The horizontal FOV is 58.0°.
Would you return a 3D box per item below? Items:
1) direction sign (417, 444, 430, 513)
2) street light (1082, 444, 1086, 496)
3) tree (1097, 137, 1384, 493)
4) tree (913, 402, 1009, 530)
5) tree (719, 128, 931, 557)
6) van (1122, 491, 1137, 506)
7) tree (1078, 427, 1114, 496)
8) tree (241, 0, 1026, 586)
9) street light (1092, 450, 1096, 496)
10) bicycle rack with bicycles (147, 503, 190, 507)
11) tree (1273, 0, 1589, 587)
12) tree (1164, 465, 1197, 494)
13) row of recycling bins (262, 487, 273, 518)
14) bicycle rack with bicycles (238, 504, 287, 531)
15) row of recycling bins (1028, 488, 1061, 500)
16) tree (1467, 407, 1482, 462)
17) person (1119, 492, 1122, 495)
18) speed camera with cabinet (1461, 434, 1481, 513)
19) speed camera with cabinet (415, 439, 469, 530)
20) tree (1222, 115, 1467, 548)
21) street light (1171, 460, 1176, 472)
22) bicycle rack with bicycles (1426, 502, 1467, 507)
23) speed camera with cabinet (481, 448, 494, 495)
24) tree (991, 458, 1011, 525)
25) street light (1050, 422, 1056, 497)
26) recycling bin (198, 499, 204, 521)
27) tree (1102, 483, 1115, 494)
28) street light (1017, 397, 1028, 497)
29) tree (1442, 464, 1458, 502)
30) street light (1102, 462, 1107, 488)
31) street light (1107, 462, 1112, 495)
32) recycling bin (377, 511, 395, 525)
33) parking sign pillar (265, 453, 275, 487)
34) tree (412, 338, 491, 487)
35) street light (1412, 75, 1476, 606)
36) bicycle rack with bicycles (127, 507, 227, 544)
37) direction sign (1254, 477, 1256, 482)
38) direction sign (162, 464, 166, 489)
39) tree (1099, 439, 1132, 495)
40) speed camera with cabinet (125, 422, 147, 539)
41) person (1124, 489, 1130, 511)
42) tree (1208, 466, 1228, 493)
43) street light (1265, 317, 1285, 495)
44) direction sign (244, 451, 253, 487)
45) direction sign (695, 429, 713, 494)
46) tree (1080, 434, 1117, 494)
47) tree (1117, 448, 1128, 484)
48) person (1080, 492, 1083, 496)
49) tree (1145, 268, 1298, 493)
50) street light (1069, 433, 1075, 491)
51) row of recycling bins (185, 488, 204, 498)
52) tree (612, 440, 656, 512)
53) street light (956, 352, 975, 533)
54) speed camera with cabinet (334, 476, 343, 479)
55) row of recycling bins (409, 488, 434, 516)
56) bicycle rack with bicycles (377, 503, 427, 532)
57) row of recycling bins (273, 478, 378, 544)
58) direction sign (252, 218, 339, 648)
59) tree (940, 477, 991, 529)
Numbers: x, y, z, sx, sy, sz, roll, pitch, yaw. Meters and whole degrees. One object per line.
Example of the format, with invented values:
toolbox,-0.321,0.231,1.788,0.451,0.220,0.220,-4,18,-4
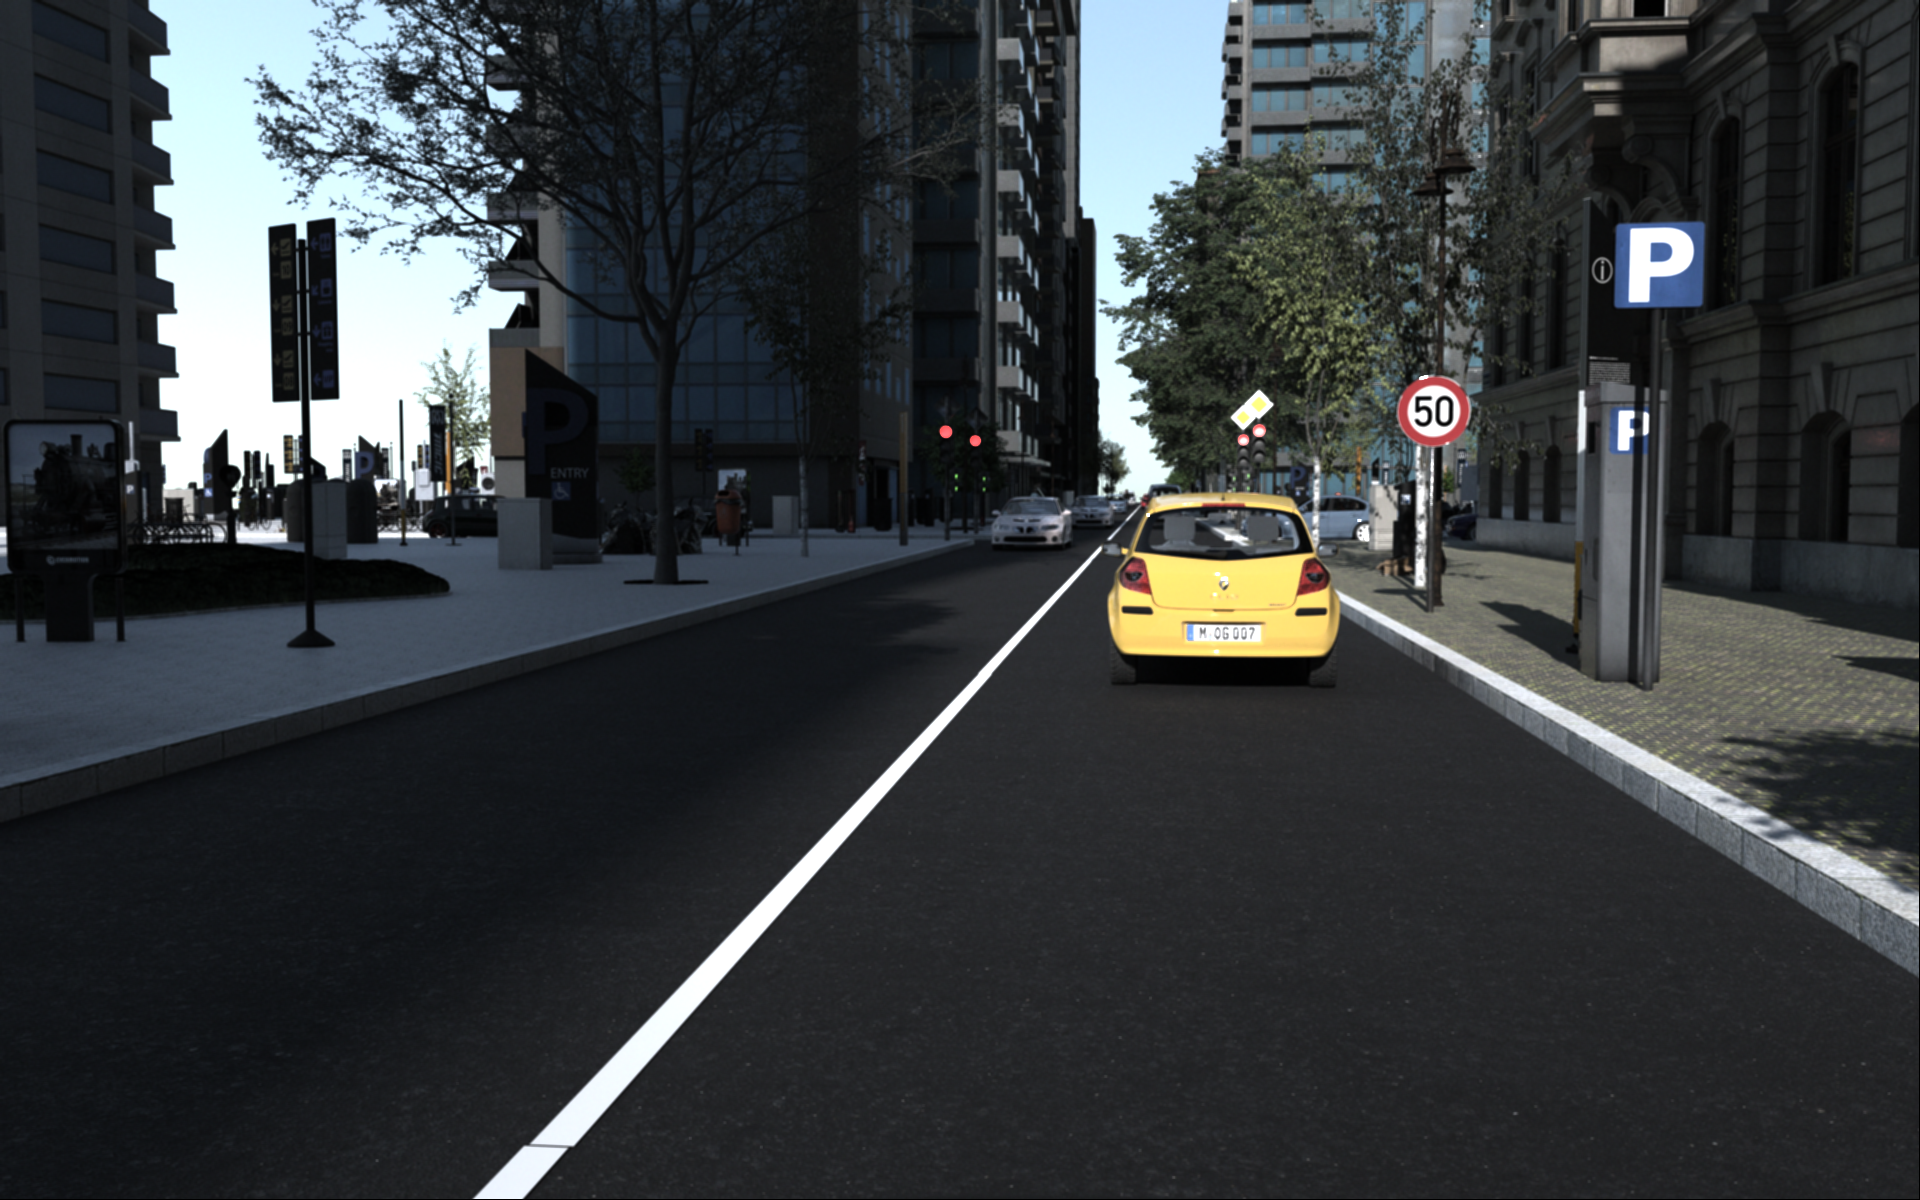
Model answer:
direction sign,-24.552,-5.342,79.331,0.876,3.537,0.379,3,4,38
street light,11.281,-11.311,157.728,0.468,5.910,1.993,0,4,6
tree,10.078,-9.483,61.699,9.857,13.997,8.962,0,3,0
tree,0.063,-4.778,61.833,4.285,4.588,4.351,0,3,0
tree,-2.990,-5.178,35.023,4.360,8.622,3.978,0,3,0
van,19.903,-12.079,204.510,2.013,2.044,4.112,0,4,4
tree,14.781,-14.598,189.039,4.360,8.622,3.978,0,3,0
tree,-4.243,-6.981,24.517,12.009,13.543,11.850,0,3,0
street light,14.217,-12.883,183.416,0.468,5.910,1.993,0,4,6
bicycle rack with bicycles,-27.280,-2.794,59.059,2.852,0.926,2.925,2,4,26
tree,6.340,-4.477,23.556,4.360,8.622,3.978,0,3,0
tree,25.060,-12.910,194.793,4.285,4.588,4.351,0,3,0
row of recycling bins,-37.984,-5.456,96.311,1.069,1.692,3.534,0,4,-6
bicycle rack with bicycles,-24.360,-2.967,61.894,2.852,0.926,2.925,0,4,-1
row of recycling bins,5.251,-6.862,119.307,3.534,1.692,1.069,1,4,19
tree,37.246,-10.486,121.805,4.737,8.622,4.395,0,3,0
person,22.561,-14.256,242.298,0.721,1.736,1.217,3,4,39
speed camera with cabinet,17.005,-3.807,56.587,0.660,3.252,2.038,3,4,37
speed camera with cabinet,-18.662,-4.188,62.818,2.038,3.252,0.660,0,3,0
tree,7.407,-5.154,34.636,4.737,8.622,4.395,0,3,0
street light,29.255,-16.052,235.235,0.468,5.910,1.993,0,4,6
bicycle rack with bicycles,21.575,-3.837,76.117,2.852,0.926,2.925,2,4,28
speed camera with cabinet,-20.986,-4.920,74.782,2.038,3.252,0.660,0,4,-1
tree,1.005,-4.791,72.934,1.663,3.219,1.824,0,3,0
street light,5.823,-8.308,108.629,0.468,5.910,1.993,0,4,6
recycling bin,-35.125,-4.189,81.047,0.722,1.027,0.722,1,4,16
tree,21.640,-15.936,255.147,1.663,3.219,1.824,0,3,0
street light,2.975,-6.694,82.237,0.468,5.910,1.993,0,4,6
tree,31.037,-7.047,109.811,1.663,3.219,1.824,0,3,0
street light,17.627,-14.795,214.677,0.468,5.910,1.993,0,4,6
street light,20.481,-16.366,240.374,0.468,5.910,1.993,0,4,6
recycling bin,-24.214,-3.691,72.903,0.722,1.027,0.722,-2,4,-30
parking sign pillar,-45.273,-7.652,113.575,1.447,3.967,1.447,-2,4,-26
tree,-23.757,-8.082,82.510,4.737,8.622,4.395,0,3,0
street light,5.467,-2.870,19.708,0.468,5.910,1.993,0,4,6
bicycle rack with bicycles,-18.090,-1.573,39.096,2.925,0.926,2.852,-2,4,-25
direction sign,19.858,-7.740,118.552,0.876,3.537,0.379,3,5,41
direction sign,-60.628,-8.548,131.760,0.876,3.537,0.379,3,4,38
tree,24.848,-21.606,287.662,8.767,10.594,7.601,3,5,42
speed camera with cabinet,-23.064,-3.288,48.093,0.660,3.252,2.038,-1,4,-18
person,13.838,-8.285,143.982,0.705,1.821,1.348,2,4,35
tree,19.140,-11.104,131.917,4.360,8.622,3.978,0,3,0
street light,8.260,-4.442,45.412,0.468,5.910,1.993,0,4,6
direction sign,-36.955,-6.026,90.520,0.379,3.537,0.876,3,5,43
direction sign,-8.905,-4.176,60.281,0.379,3.537,0.876,2,4,34
tree,15.856,-15.665,206.479,4.737,8.622,4.395,0,3,0
tree,23.932,-19.530,269.673,4.737,8.622,4.395,0,3,0
person,14.456,-12.211,208.878,1.217,1.736,0.721,0,4,7
tree,12.752,-10.279,86.192,7.486,12.596,7.792,0,3,0
street light,8.563,-9.739,132.017,0.468,5.910,1.993,0,4,6
row of recycling bins,-54.399,-7.126,123.625,1.069,1.692,3.534,0,4,4
tree,-11.401,-4.086,61.413,1.663,3.219,1.824,0,3,0
street light,0.185,-5.122,56.533,0.468,5.910,1.993,0,4,6
speed camera with cabinet,-30.627,-5.671,87.063,0.660,3.252,2.038,1,4,13
row of recycling bins,-31.419,-5.750,101.128,1.069,1.692,3.534,-2,4,-31
bicycle rack with bicycles,-19.324,-2.796,59.091,2.925,0.926,2.852,0,4,5
row of recycling bins,-16.633,-2.364,45.762,3.534,1.692,1.069,3,4,39
direction sign,-5.484,-1.378,14.526,0.876,3.537,0.379,2,4,34
tree,0.087,-4.284,64.638,1.663,3.219,1.824,0,3,0
